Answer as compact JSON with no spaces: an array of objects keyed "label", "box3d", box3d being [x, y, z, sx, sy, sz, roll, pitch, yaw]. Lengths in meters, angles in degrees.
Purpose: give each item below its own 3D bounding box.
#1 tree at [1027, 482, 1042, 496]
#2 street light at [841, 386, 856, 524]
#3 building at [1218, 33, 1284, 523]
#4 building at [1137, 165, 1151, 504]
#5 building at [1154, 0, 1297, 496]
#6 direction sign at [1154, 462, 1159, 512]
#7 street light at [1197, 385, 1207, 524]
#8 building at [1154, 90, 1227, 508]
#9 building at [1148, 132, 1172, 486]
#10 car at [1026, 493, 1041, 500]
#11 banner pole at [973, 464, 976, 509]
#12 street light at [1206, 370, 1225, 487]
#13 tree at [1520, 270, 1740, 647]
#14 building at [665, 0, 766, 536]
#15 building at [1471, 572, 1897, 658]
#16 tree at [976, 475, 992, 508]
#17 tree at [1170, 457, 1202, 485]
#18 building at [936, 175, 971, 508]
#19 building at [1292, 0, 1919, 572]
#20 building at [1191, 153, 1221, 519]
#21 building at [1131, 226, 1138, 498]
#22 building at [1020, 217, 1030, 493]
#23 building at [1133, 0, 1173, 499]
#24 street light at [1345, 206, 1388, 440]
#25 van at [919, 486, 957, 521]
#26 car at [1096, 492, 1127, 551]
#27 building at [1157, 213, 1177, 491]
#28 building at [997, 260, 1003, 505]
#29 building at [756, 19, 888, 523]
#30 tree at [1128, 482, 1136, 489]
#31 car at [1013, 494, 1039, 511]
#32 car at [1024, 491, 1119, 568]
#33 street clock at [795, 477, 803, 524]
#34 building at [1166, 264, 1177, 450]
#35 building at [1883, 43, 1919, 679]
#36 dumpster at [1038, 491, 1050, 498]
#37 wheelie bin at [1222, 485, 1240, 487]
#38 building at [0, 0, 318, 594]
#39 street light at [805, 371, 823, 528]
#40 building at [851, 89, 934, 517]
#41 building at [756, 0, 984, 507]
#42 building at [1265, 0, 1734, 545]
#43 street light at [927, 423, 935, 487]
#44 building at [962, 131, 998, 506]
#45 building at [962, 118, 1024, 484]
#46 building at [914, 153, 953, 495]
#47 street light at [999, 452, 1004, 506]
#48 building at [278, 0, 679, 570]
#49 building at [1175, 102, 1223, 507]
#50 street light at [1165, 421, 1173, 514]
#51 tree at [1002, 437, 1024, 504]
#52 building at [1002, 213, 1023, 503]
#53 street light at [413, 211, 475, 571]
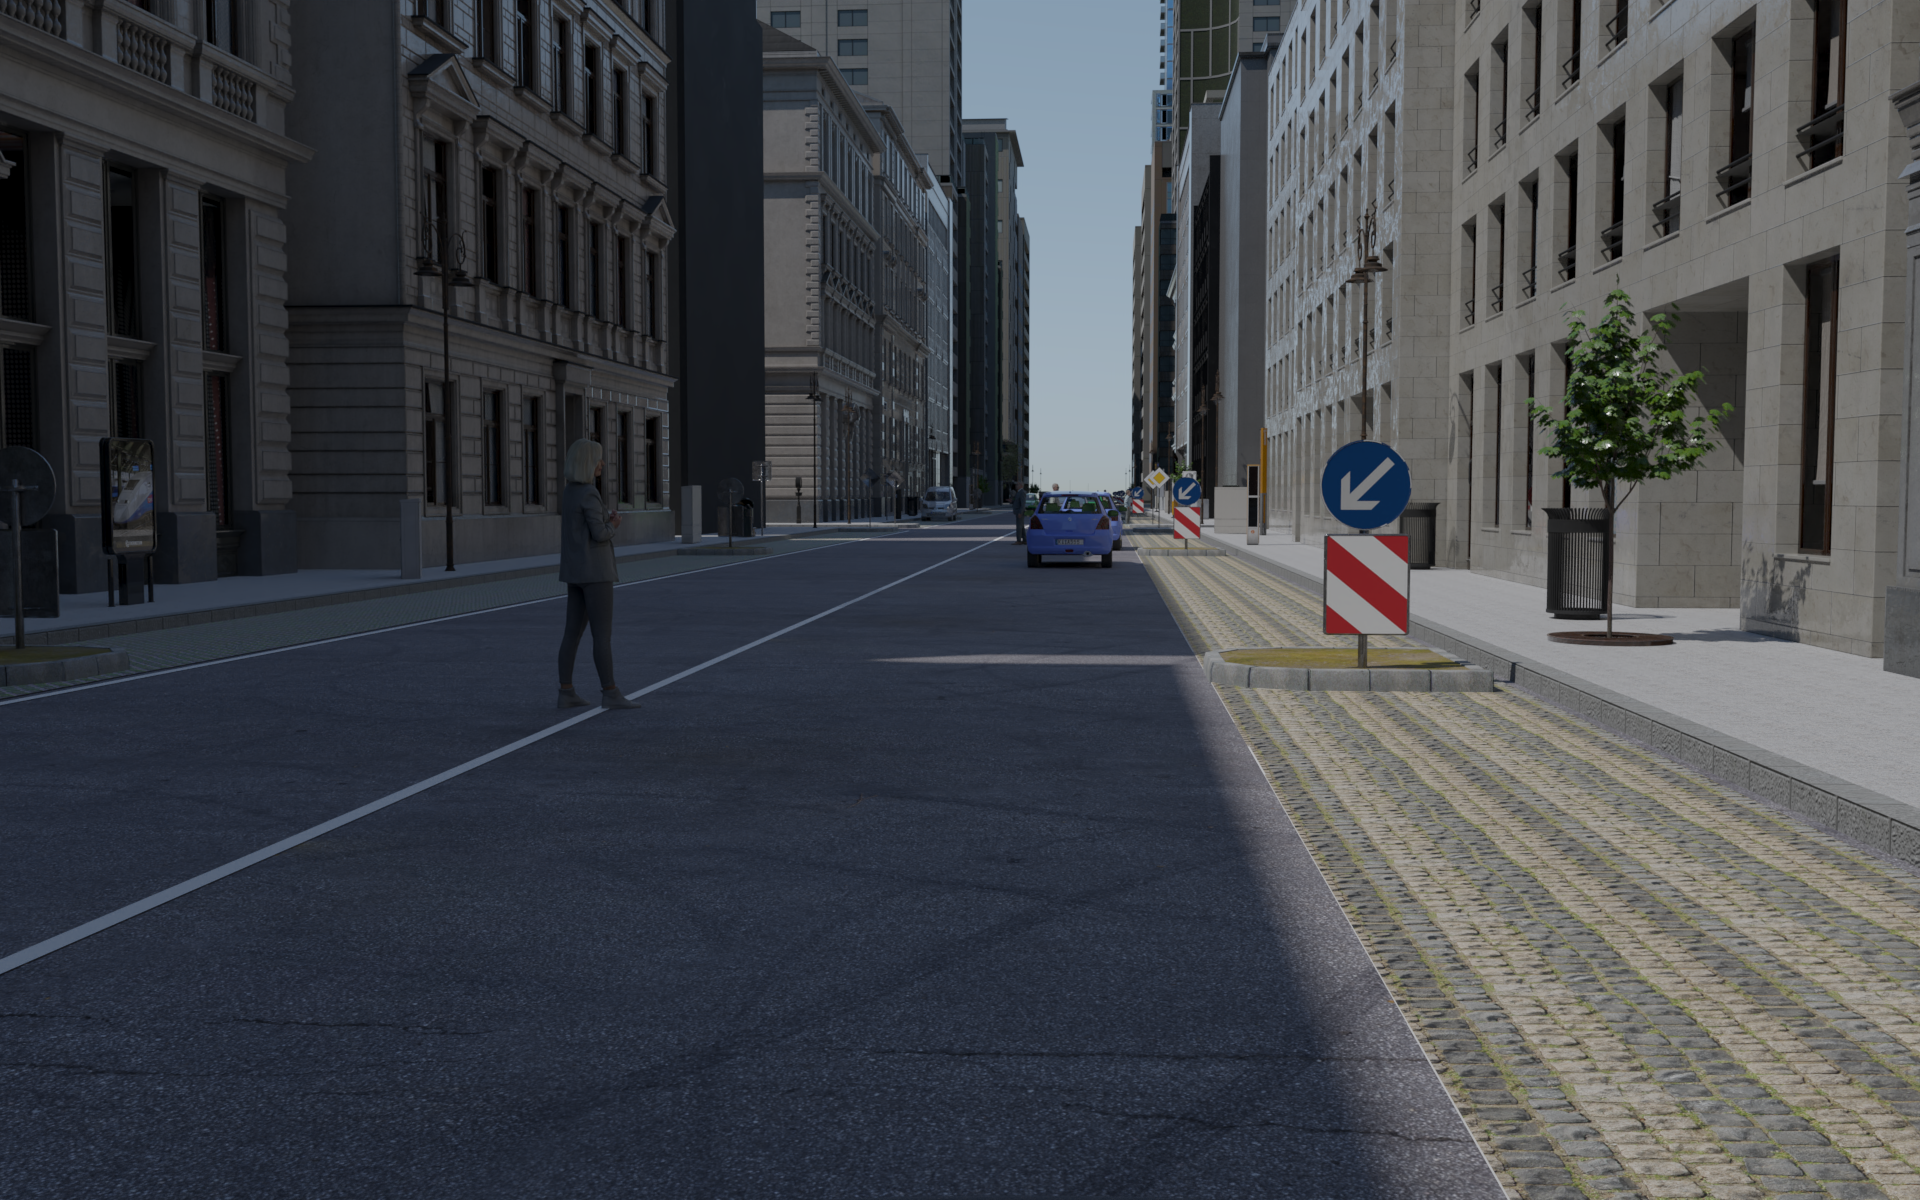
[{"label":"tree","box3d":[12.126,-17.388,278.890,1.663,3.219,1.824,0,3,0]},{"label":"street light","box3d":[-4.761,-6.207,74.272,0.468,5.910,1.993,0,4,5]},{"label":"building","box3d":[27.351,-15.896,78.969,30.058,24.678,14.314,0,4,5]},{"label":"building","box3d":[36.080,-37.768,241.205,21.300,48.544,21.600,0,4,5]},{"label":"building","box3d":[32.344,-46.310,195.424,20.563,71.187,20.611,0,4,5]},{"label":"direction sign","box3d":[13.989,-8.019,123.101,0.379,3.537,0.876,-1,4,-12]},{"label":"street light","box3d":[10.298,-6.159,73.480,0.468,5.910,1.993,0,4,5]},{"label":"building","box3d":[34.253,-28.568,158.971,32.217,40.220,23.993,0,4,5]},{"label":"building","box3d":[30.670,-34.506,214.284,14.600,45.320,14.200,0,4,5]},{"label":"car","box3d":[5.471,-7.964,139.259,2.155,1.783,4.494,0,4,3]},{"label":"banner pole","box3d":[1.194,-9.441,144.382,0.401,3.779,0.863,1,4,21]},{"label":"street light","box3d":[9.570,-5.609,64.491,0.468,5.910,1.993,0,4,5]},{"label":"tree","box3d":[5.529,-1.243,14.920,1.663,3.219,1.824,0,3,0]},{"label":"building","box3d":[-15.723,-14.047,59.340,15.834,23.373,12.332,0,4,5]},{"label":"building","box3d":[12.967,-10.157,20.819,10.420,20.320,16.860,0,4,5]},{"label":"tree","box3d":[1.877,-9.958,157.411,1.663,3.219,1.824,0,3,0]},{"label":"tree","box3d":[11.700,-5.819,89.745,1.663,3.219,1.824,0,3,0]},{"label":"building","box3d":[-6.579,-23.538,156.552,14.160,30.474,14.107,0,4,5]},{"label":"building","box3d":[13.503,-11.187,37.660,10.420,20.320,16.860,0,4,5]},{"label":"building","box3d":[19.521,-16.296,96.123,12.332,23.373,15.834,0,4,5]},{"label":"building","box3d":[40.074,-40.982,293.749,21.300,48.544,21.600,0,4,5]},{"label":"building","box3d":[0.416,-40.541,286.548,21.300,48.544,21.600,0,4,5]},{"label":"building","box3d":[38.316,-58.320,266.201,22.319,86.520,31.000,0,4,5]},{"label":"street light","box3d":[6.581,-3.388,28.182,0.468,5.910,1.993,0,4,5]},{"label":"van","box3d":[-1.100,-5.180,91.707,2.013,2.044,4.112,0,4,4]},{"label":"car","box3d":[3.387,-2.179,45.213,1.945,1.707,3.694,0,4,6]},{"label":"building","box3d":[27.495,-24.946,179.576,14.160,30.474,14.107,0,4,5]},{"label":"building","box3d":[-2.294,-26.561,205.977,14.160,30.474,14.107,0,4,5]},{"label":"building","box3d":[-10.252,-15.688,85.379,11.050,23.489,19.941,0,4,5]},{"label":"tree","box3d":[24.706,-15.529,248.493,1.663,3.219,1.824,0,3,0]},{"label":"car","box3d":[5.183,-7.689,134.506,1.959,1.807,4.718,0,4,7]},{"label":"car","box3d":[2.239,-1.554,34.997,1.945,1.707,3.694,0,4,4]},{"label":"street clock","box3d":[-6.977,-4.304,74.948,0.358,2.002,0.471,0,4,4]},{"label":"building","box3d":[22.380,-18.337,135.973,11.583,22.565,21.152,0,4,5]},{"label":"building","box3d":[10.640,-9.390,2.678,9.793,20.994,18.267,0,4,5]},{"label":"dumpster","box3d":[12.795,-15.504,261.702,1.865,1.857,1.264,0,4,6]},{"label":"wheelie bin","box3d":[9.680,-3.292,61.729,0.980,1.594,0.693,-1,4,-12]},{"label":"building","box3d":[-16.319,-11.611,18.713,11.050,23.489,19.941,0,4,5]},{"label":"street light","box3d":[-5.468,-5.650,65.159,0.468,5.910,1.993,0,4,5]},{"label":"building","box3d":[-8.968,-18.988,107.713,12.463,27.353,25.104,0,4,5]},{"label":"building","box3d":[-8.127,-44.928,172.821,20.563,71.187,20.611,0,4,5]},{"label":"building","box3d":[15.672,-12.209,54.368,10.420,20.320,16.860,0,4,5]},{"label":"street light","box3d":[-1.785,-8.456,111.051,0.468,5.910,1.993,0,4,5]},{"label":"building","box3d":[-3.211,-31.016,190.707,14.154,41.232,14.086,0,4,5]},{"label":"building","box3d":[-5.751,-40.272,247.683,28.713,52.752,27.495,0,4,5]},{"label":"building","box3d":[-7.420,-19.130,130.794,12.078,24.808,19.932,0,4,5]},{"label":"street light","box3d":[4.442,-13.123,187.343,0.468,5.910,1.993,0,4,5]},{"label":"building","box3d":[-13.240,-10.618,38.237,10.561,19.102,19.286,0,4,5]},{"label":"building","box3d":[20.750,-18.132,114.483,12.078,24.808,19.932,0,4,5]},{"label":"street light","box3d":[13.257,-8.379,109.778,0.468,5.910,1.993,0,4,5]},{"label":"tree","box3d":[6.226,-16.379,218.161,4.360,8.622,3.978,0,3,0]},{"label":"building","box3d":[2.478,-37.822,268.500,14.600,45.320,14.200,0,4,5]},{"label":"street light","box3d":[-8.492,-3.418,28.673,0.468,5.910,1.993,0,4,5]}]
